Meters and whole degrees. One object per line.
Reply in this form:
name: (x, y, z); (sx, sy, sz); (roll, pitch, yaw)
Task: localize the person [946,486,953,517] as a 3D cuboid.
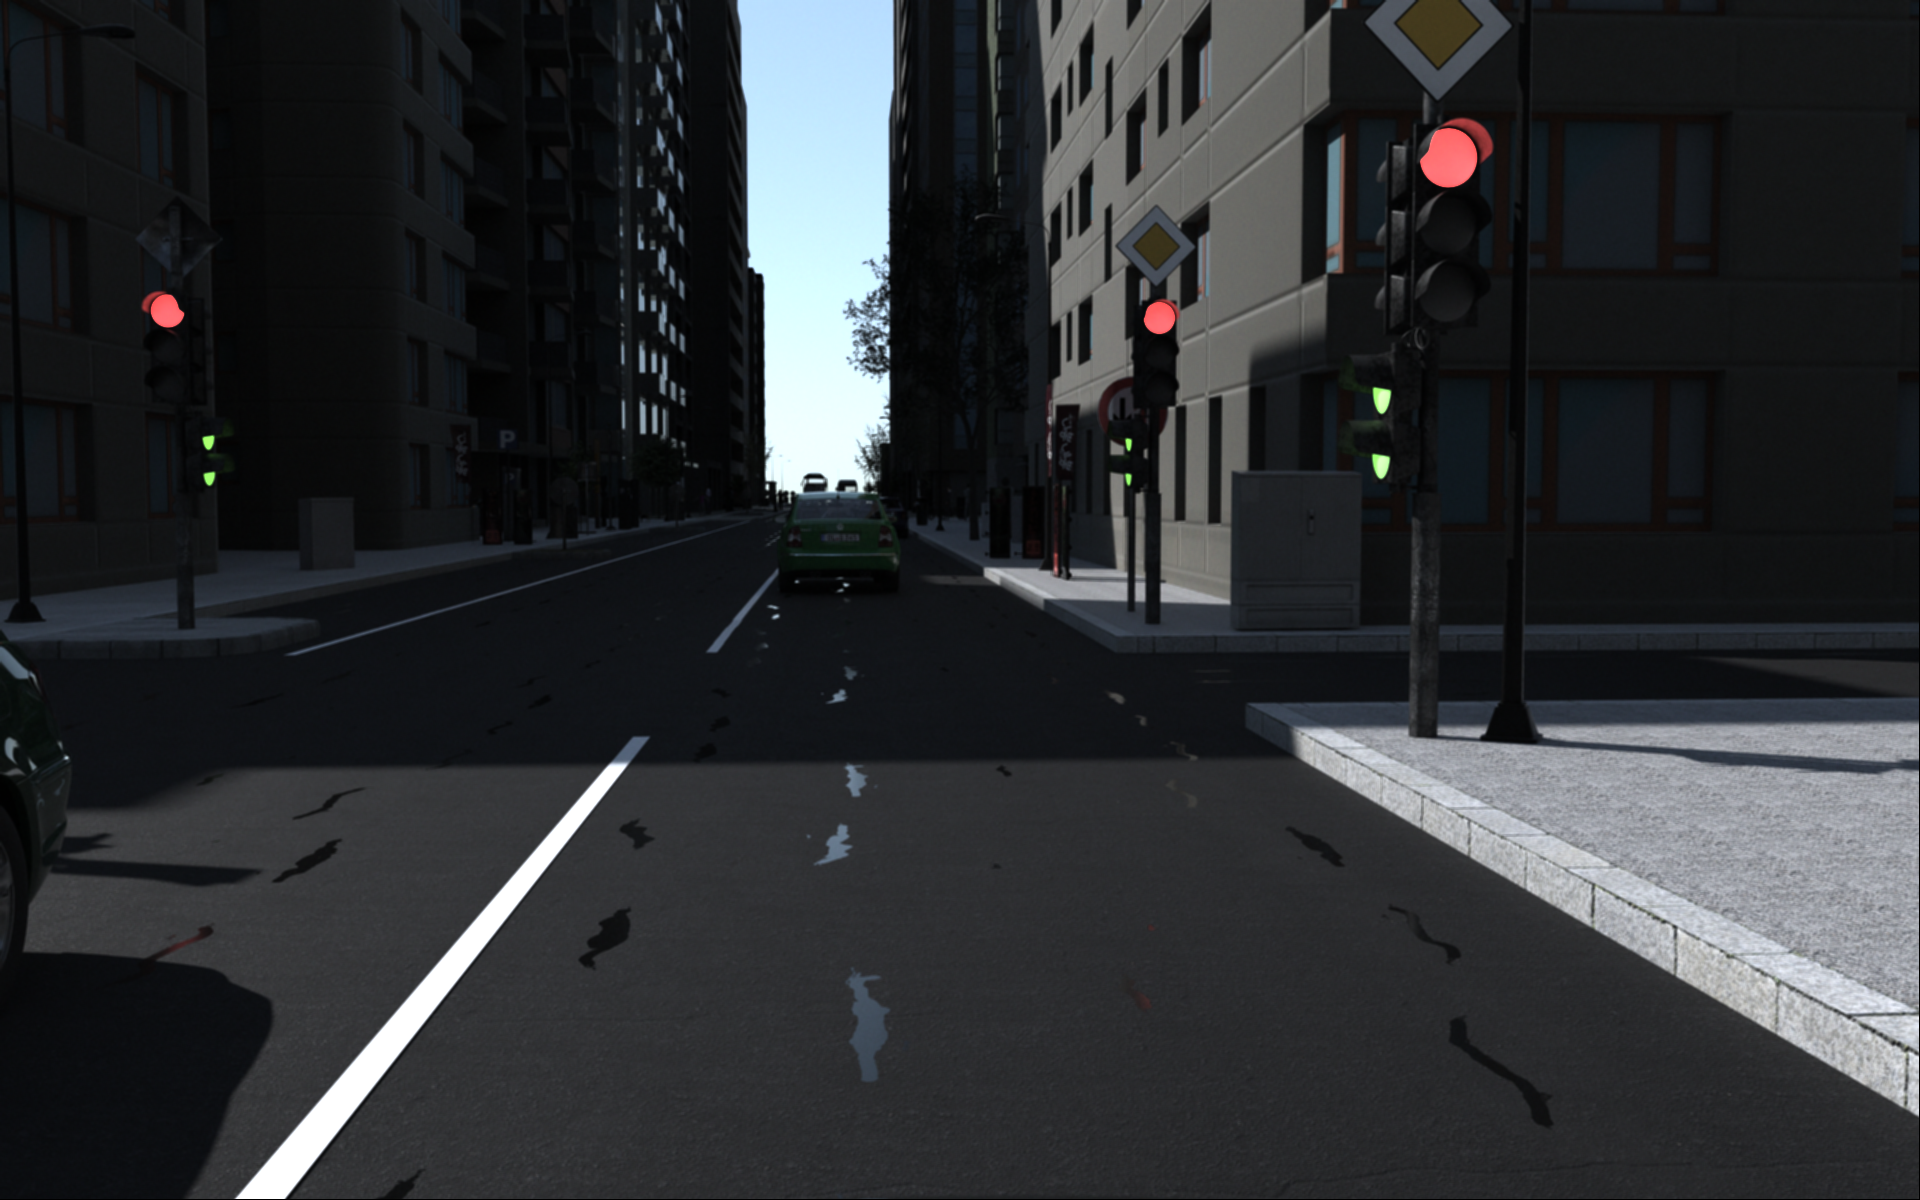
person: (-0.657, -5.517, 97.044); (0.445, 1.727, 0.742); (-1, 4, -16)

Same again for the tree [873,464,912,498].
tree: (-4.232, -7.183, 112.048); (1.663, 3.219, 1.824); (0, 3, 0)

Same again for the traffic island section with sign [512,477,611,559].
traffic island section with sign: (-8.940, -1.862, 39.069); (1.989, 1.847, 2.006); (0, 4, -4)

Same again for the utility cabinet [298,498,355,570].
utility cabinet: (-10.823, -1.127, 29.592); (0.306, 1.237, 1.020); (2, 4, 23)

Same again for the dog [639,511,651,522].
dog: (-14.297, -3.767, 78.422); (0.540, 0.507, 0.406); (-1, 4, -22)

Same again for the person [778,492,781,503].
person: (-24.809, -14.187, 237.867); (0.709, 1.838, 0.599); (0, 4, -2)

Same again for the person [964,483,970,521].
person: (0.449, -4.717, 83.340); (0.511, 1.800, 0.466); (1, 4, 11)

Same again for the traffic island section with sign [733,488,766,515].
traffic island section with sign: (-14.222, -6.587, 116.328); (1.989, 1.847, 2.006); (0, 4, -4)

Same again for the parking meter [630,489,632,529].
parking meter: (-12.243, -3.377, 63.629); (0.372, 1.533, 0.369); (0, 3, 0)

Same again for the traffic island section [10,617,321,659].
traffic island section: (-7.391, 0.353, 16.509); (2.009, 0.180, 2.903); (0, 4, -4)

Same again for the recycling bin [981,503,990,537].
recycling bin: (1.115, -2.384, 51.539); (0.722, 1.027, 0.722); (2, 4, 35)

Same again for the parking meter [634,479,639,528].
parking meter: (-12.470, -3.707, 66.322); (0.255, 1.863, 0.399); (-2, 4, -28)

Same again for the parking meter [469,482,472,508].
parking meter: (-14.361, -2.728, 50.313); (0.255, 1.863, 0.399); (0, 4, 1)

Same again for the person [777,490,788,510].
person: (-15.929, -8.884, 153.711); (1.348, 1.831, 0.705); (-1, 4, -22)

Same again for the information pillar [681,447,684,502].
information pillar: (-13.855, -5.817, 86.470); (0.183, 3.616, 0.504); (0, 4, 0)

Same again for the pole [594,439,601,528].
pole: (-13.506, -4.322, 64.510); (0.158, 3.312, 0.155); (0, 3, 0)

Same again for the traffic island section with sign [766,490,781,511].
traffic island section with sign: (-16.061, -8.232, 143.221); (1.989, 1.847, 2.006); (0, 4, -4)

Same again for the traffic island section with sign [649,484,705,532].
traffic island section with sign: (-10.800, -3.525, 66.254); (1.989, 1.847, 2.006); (0, 4, -4)

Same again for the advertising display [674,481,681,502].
advertising display: (-13.844, -4.873, 84.894); (0.123, 1.923, 0.974); (0, 4, 4)

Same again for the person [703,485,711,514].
person: (-15.929, -6.276, 108.532); (0.599, 1.838, 0.709); (1, 4, 11)

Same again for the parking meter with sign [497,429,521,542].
parking meter with sign: (-12.243, -3.127, 47.392); (0.543, 3.016, 1.738); (0, 4, -7)

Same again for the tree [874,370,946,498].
tree: (-2.484, -9.007, 97.626); (4.360, 8.622, 3.978); (0, 3, 0)

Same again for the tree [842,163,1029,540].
tree: (0.489, -6.960, 48.215); (8.767, 10.594, 7.601); (1, 4, 10)

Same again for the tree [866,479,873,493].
tree: (-8.937, -11.869, 188.659); (1.663, 3.219, 1.824); (0, 3, 0)

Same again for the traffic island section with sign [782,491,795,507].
traffic island section with sign: (-19.820, -11.593, 198.173); (1.989, 1.847, 2.006); (0, 4, -4)

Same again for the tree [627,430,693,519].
tree: (-15.438, -6.450, 89.167); (4.285, 4.588, 4.351); (0, 3, 0)

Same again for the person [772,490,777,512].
person: (-14.669, -7.800, 136.834); (0.445, 1.727, 0.742); (-1, 4, -21)

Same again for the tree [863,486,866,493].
tree: (-11.772, -13.916, 222.122); (1.663, 3.219, 1.824); (0, 3, 0)

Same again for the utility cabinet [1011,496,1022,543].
utility cabinet: (1.641, -2.109, 45.649); (0.306, 1.237, 1.020); (1, 4, 19)

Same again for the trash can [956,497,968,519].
trash can: (0.132, -4.833, 90.680); (0.748, 1.137, 0.748); (0, 3, 0)

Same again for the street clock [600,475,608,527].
street clock: (-13.861, -3.841, 67.373); (0.358, 2.002, 0.471); (0, 4, -1)

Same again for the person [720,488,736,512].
person: (-16.970, -7.344, 126.634); (1.217, 1.766, 0.721); (-1, 4, -8)

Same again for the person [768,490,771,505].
person: (-22.092, -11.896, 201.224); (0.721, 1.739, 1.217); (0, 4, 0)

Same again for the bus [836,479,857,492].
bus: (-15.077, -14.434, 230.857); (2.948, 3.499, 13.247); (0, 4, -4)

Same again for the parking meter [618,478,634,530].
parking meter: (-12.104, -3.473, 62.500); (0.399, 1.863, 0.255); (1, 4, 20)

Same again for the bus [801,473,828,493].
bus: (-17.118, -13.065, 205.164); (2.896, 3.916, 12.252); (0, 4, -3)

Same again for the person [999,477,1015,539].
person: (1.364, -2.663, 49.941); (0.716, 1.782, 0.532); (-2, 4, -32)

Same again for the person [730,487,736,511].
person: (-17.041, -7.555, 129.559); (0.705, 1.826, 1.348); (-2, 4, -26)

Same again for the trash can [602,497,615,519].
trash can: (-18.277, -4.800, 90.139); (0.748, 1.137, 0.748); (0, 3, 0)

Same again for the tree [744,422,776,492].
tree: (-20.317, -13.352, 168.668); (4.360, 8.622, 3.978); (0, 3, 0)

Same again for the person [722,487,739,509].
person: (-17.958, -7.927, 135.584); (1.348, 1.831, 0.705); (0, 4, -6)

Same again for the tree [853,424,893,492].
tree: (-8.570, -13.800, 175.988); (4.737, 8.622, 4.395); (0, 3, 0)

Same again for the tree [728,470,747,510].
tree: (-17.948, -8.865, 139.551); (1.663, 3.219, 1.824); (0, 3, 0)

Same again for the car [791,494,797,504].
car: (-22.081, -13.863, 235.452); (1.959, 1.807, 4.718); (0, 4, -5)

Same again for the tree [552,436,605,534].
tree: (-12.306, -3.792, 56.594); (1.663, 3.219, 1.824); (0, 3, 0)

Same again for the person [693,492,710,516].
person: (-15.190, -5.666, 101.905); (0.991, 1.433, 0.599); (0, 4, -1)

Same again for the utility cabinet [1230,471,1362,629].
utility cabinet: (3.169, -0.468, 16.329); (1.173, 1.500, 0.318); (0, 4, -7)
